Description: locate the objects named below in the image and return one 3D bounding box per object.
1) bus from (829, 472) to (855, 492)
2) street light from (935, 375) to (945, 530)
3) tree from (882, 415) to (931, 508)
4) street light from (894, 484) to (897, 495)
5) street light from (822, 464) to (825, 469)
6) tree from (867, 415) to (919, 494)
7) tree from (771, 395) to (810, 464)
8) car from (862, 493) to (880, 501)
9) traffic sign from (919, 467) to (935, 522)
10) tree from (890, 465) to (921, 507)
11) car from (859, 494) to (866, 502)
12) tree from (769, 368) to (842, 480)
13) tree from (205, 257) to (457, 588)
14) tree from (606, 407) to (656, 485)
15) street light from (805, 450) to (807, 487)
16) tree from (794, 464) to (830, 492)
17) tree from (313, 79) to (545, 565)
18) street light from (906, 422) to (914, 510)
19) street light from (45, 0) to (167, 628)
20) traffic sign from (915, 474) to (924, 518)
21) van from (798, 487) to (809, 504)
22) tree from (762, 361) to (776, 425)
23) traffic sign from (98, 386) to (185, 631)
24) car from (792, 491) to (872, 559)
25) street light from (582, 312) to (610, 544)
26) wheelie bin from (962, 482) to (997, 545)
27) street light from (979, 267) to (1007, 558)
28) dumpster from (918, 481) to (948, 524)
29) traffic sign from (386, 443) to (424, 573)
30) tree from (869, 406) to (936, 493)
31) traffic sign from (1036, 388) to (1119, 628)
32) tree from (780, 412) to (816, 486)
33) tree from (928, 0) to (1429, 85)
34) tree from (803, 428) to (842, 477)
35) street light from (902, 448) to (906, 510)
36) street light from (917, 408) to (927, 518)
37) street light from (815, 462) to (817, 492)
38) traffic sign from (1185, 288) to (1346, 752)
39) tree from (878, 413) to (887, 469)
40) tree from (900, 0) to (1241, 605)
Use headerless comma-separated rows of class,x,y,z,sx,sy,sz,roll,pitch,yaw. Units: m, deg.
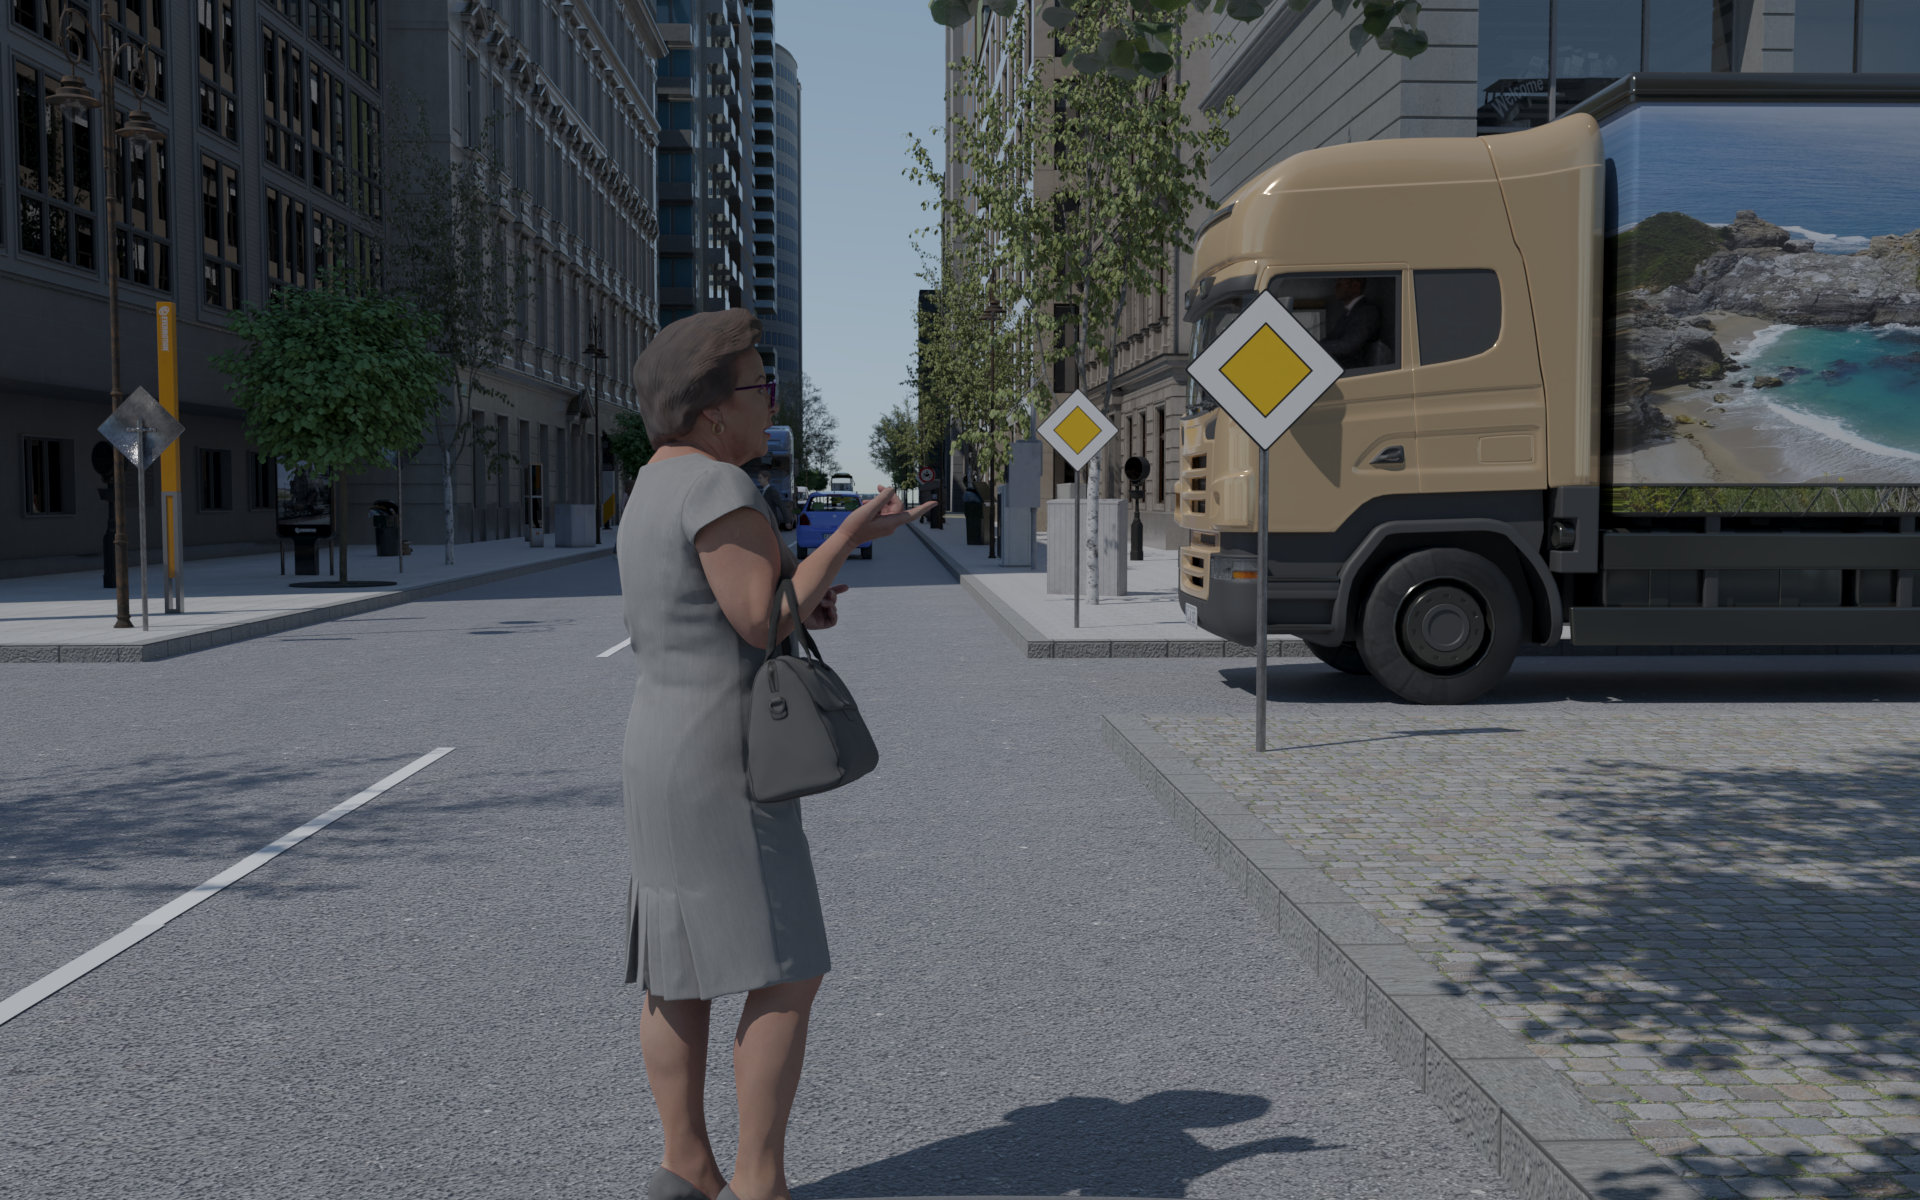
bus,-13.695,-12.783,200.554,2.896,3.916,12.252,0,4,-4
street light,-0.669,-5.478,62.352,0.468,5.910,1.993,0,4,-3
tree,-4.798,-12.443,153.811,4.360,8.622,3.978,0,3,0
street light,-6.899,-13.576,194.751,0.468,5.910,1.993,0,4,-3
street light,-18.359,-15.891,232.611,0.468,5.910,1.993,0,4,-3
tree,-8.653,-18.497,228.176,9.928,11.665,9.643,0,3,0
tree,-13.611,-10.887,128.372,4.737,8.622,4.395,0,3,0
car,-5.201,-6.075,108.118,1.959,1.807,4.718,0,4,-1
traffic sign,-1.527,-4.899,80.205,0.768,2.556,0.104,0,4,4
tree,-5.371,-11.700,175.004,4.285,4.588,4.351,0,3,0
car,-7.108,-7.238,127.138,1.959,1.807,4.718,0,4,-3
tree,-16.101,-15.721,167.414,12.009,13.543,11.850,0,3,0
tree,-8.708,-2.471,24.116,4.285,4.588,4.351,0,3,0
tree,-10.009,-4.478,56.929,4.285,4.588,4.351,0,3,0
street light,-15.640,-12.471,176.691,0.468,5.910,1.993,0,4,-3
tree,-17.416,-13.977,212.235,4.285,4.588,4.351,0,3,0
tree,-9.297,-4.929,30.950,4.360,8.622,3.978,0,3,0
street light,-3.024,-8.456,111.046,0.468,5.910,1.993,0,4,-3
street light,-8.026,-2.670,16.444,0.468,5.910,1.993,0,4,-3
traffic sign,-1.703,-4.860,80.652,0.795,2.450,0.064,0,4,1
van,-9.205,-5.506,97.029,2.013,2.044,4.112,0,4,-3
tree,-11.797,-8.440,88.359,4.360,8.622,3.978,0,3,0
traffic sign,-7.619,-0.765,16.147,0.795,2.450,0.064,0,4,-3
car,-2.857,-1.818,39.318,1.945,1.707,3.694,0,4,-5
street light,-9.273,-4.368,44.213,0.468,5.910,1.993,0,4,-3
wheelie bin,0.472,-2.188,43.682,0.693,1.594,0.980,2,4,33
street light,0.642,-3.769,34.410,0.468,5.910,1.993,0,4,-3
dumpster,-1.173,-4.294,75.963,1.264,1.857,1.865,0,4,-3
traffic sign,-9.062,-1.641,28.020,0.795,2.450,0.064,0,4,3
tree,-6.147,-15.258,183.887,7.601,10.594,8.767,-1,4,-20
traffic sign,1.117,-0.789,16.539,0.795,2.450,0.064,0,4,-3
tree,-14.854,-12.404,153.168,4.360,8.622,3.978,0,3,0
tree,2.481,-5.839,2.119,9.857,13.997,8.962,0,3,0
tree,-20.144,-19.036,245.656,7.601,10.594,8.767,-3,5,-44
street light,-4.332,-10.215,139.809,0.468,5.910,1.993,0,4,-3
street light,-2.002,-7.244,91.235,0.468,5.910,1.993,0,4,-3
street light,-16.960,-14.157,204.254,0.468,5.910,1.993,0,4,-3
traffic sign,1.495,-0.301,8.563,0.795,2.450,0.064,0,4,-3
tree,0.410,-5.913,47.036,4.737,8.622,4.395,0,3,0
tree,1.476,-4.264,20.081,4.737,8.622,4.395,0,3,0
